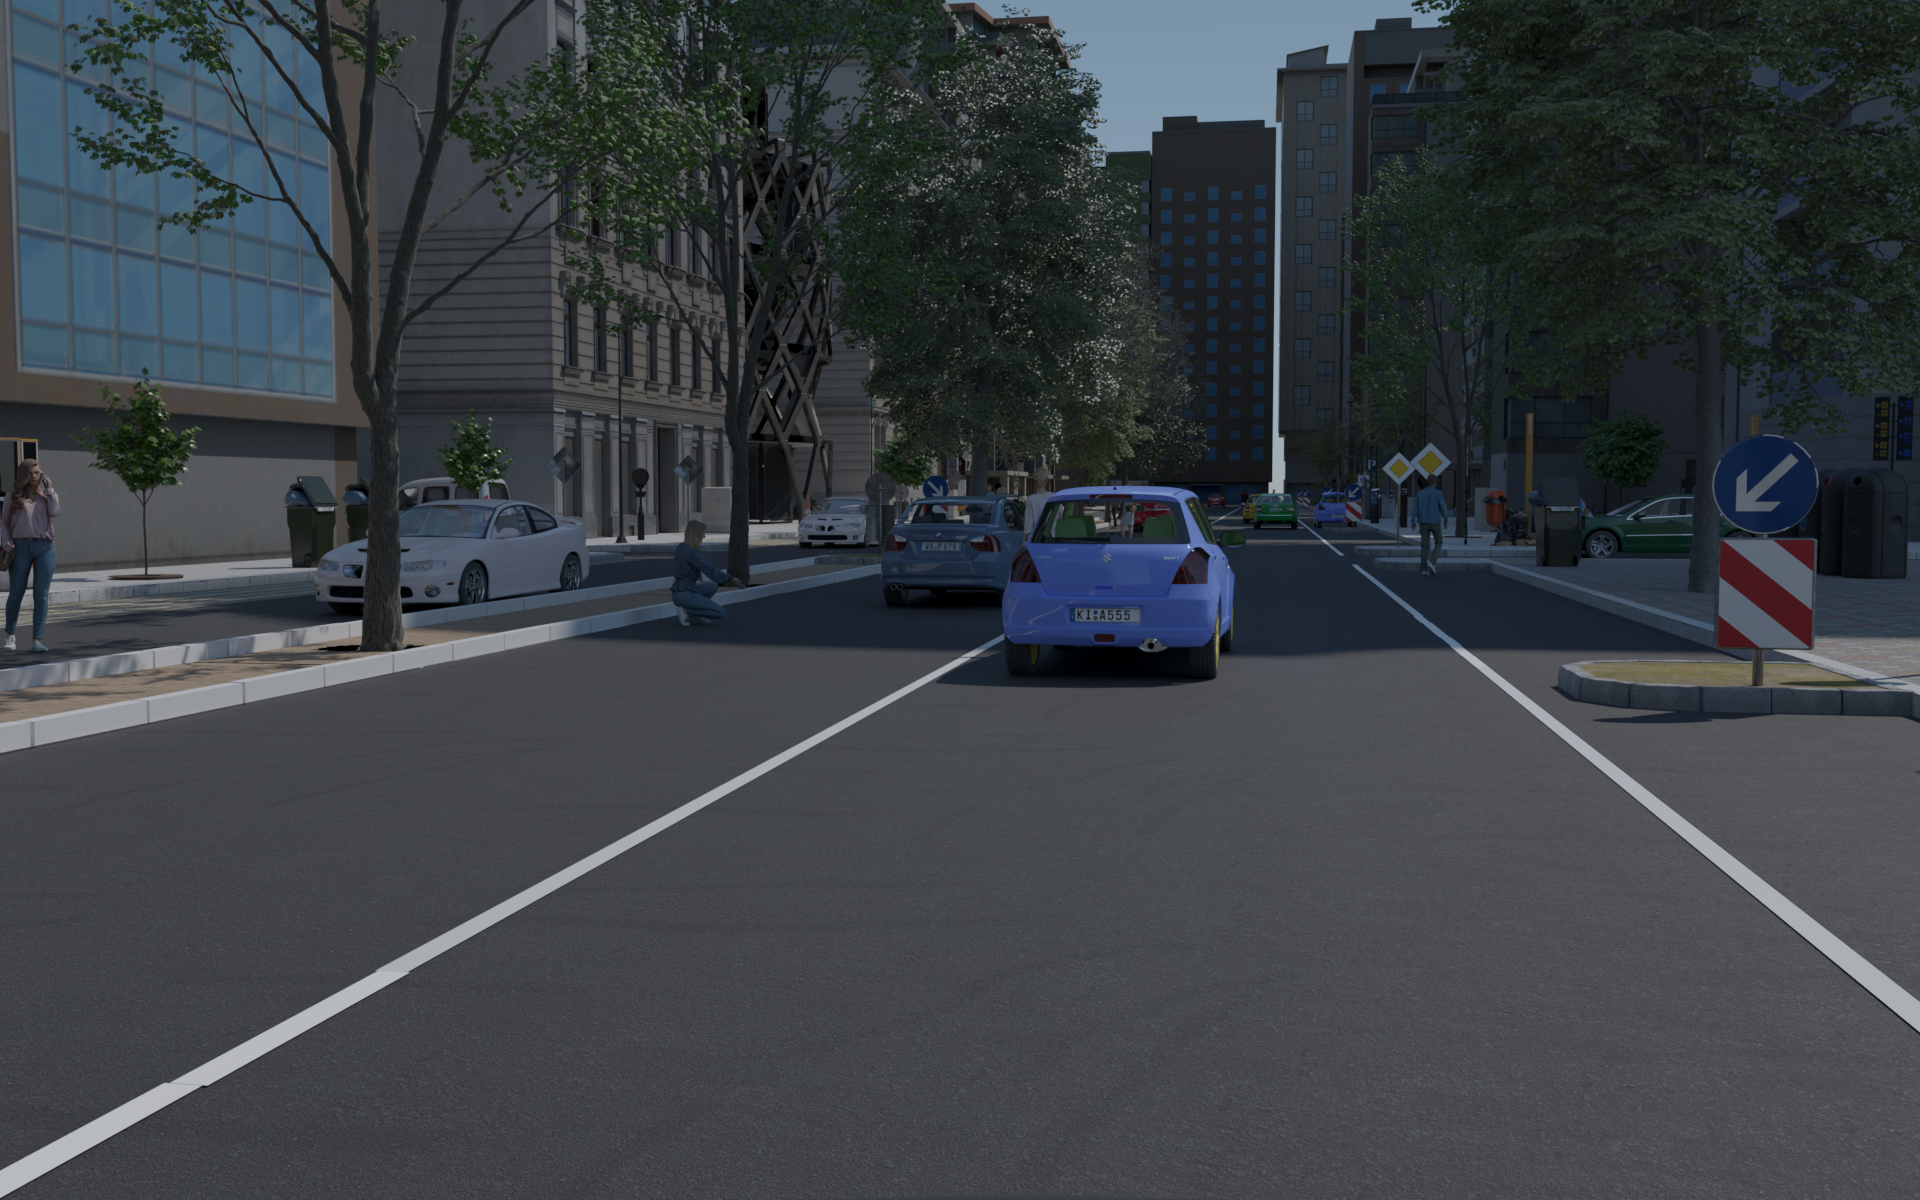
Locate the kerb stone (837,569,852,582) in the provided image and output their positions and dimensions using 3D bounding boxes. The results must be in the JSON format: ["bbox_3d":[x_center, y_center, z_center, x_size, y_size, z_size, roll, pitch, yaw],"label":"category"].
[{"bbox_3d":[-1.989,-0.384,28.478,0.120,0.150,1.000,1,4,10],"label":"kerb stone"}]

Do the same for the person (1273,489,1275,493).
[{"bbox_3d":[25.083,-7.937,138.357,1.348,1.812,0.705,-1,4,-23],"label":"person"}]

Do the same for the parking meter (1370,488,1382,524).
[{"bbox_3d":[17.995,-4.078,75.087,0.372,1.533,0.369,0,3,0],"label":"parking meter"}]

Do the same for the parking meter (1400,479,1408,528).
[{"bbox_3d":[16.914,-3.686,65.970,0.255,1.863,0.399,1,4,13],"label":"parking meter"}]

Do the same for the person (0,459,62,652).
[{"bbox_3d":[-8.566,-0.415,15.872,0.593,1.750,0.643,-2,4,-30],"label":"person"}]

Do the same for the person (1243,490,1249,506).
[{"bbox_3d":[25.226,-8.807,152.516,0.705,1.821,1.348,-2,4,-24],"label":"person"}]

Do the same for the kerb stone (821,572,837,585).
[{"bbox_3d":[-2.178,-0.316,27.462,0.120,0.150,1.000,1,4,10],"label":"kerb stone"}]

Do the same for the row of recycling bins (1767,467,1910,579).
[{"bbox_3d":[14.064,-1.266,27.807,1.069,1.692,3.534,0,4,2],"label":"row of recycling bins"}]

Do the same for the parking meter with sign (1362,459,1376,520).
[{"bbox_3d":[20.653,-5.584,87.557,0.543,3.016,1.738,0,4,4],"label":"parking meter with sign"}]

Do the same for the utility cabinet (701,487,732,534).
[{"bbox_3d":[-7.684,-2.840,55.105,1.173,1.500,0.318,2,4,32],"label":"utility cabinet"}]

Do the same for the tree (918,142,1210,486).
[{"bbox_3d":[2.790,-8.997,59.927,12.009,13.543,11.850,0,3,0],"label":"tree"}]

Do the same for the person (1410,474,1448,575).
[{"bbox_3d":[8.245,-1.320,30.418,0.601,1.785,0.444,2,4,32],"label":"person"}]

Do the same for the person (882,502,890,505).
[{"bbox_3d":[-2.456,-2.754,54.539,0.512,1.701,0.522,0,4,-8],"label":"person"}]

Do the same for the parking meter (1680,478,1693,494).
[{"bbox_3d":[26.054,-3.452,62.145,0.255,1.863,0.399,0,4,-8],"label":"parking meter"}]

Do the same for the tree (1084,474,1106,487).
[{"bbox_3d":[13.362,-11.793,176.535,4.285,4.588,4.351,0,3,0],"label":"tree"}]

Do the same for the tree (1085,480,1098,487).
[{"bbox_3d":[12.534,-10.629,168.378,1.663,3.219,1.824,0,3,0],"label":"tree"}]

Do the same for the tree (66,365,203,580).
[{"bbox_3d":[-12.191,-1.926,26.099,1.663,3.219,1.824,0,3,0],"label":"tree"}]

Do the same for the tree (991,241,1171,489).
[{"bbox_3d":[5.326,-9.578,77.178,7.486,12.596,7.792,0,3,0],"label":"tree"}]

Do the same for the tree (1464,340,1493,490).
[{"bbox_3d":[25.916,-8.147,83.562,4.737,8.622,4.395,0,3,0],"label":"tree"}]

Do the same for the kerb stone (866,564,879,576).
[{"bbox_3d":[-1.648,-0.508,30.493,0.120,0.150,1.000,1,4,10],"label":"kerb stone"}]

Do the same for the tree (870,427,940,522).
[{"bbox_3d":[-2.475,-5.962,81.187,4.285,4.588,4.351,0,3,0],"label":"tree"}]

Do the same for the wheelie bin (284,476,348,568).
[{"bbox_3d":[-11.385,-1.371,30.325,0.693,1.594,0.980,1,4,19],"label":"wheelie bin"}]

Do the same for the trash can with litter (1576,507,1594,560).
[{"bbox_3d":[11.690,-1.353,33.513,1.055,1.170,0.624,-2,4,-34],"label":"trash can with litter"}]

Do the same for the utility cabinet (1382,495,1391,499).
[{"bbox_3d":[25.473,-5.719,104.660,1.020,1.237,0.306,0,4,1],"label":"utility cabinet"}]

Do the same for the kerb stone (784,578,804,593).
[{"bbox_3d":[-2.525,-0.197,25.438,0.120,0.150,1.000,1,4,10],"label":"kerb stone"}]

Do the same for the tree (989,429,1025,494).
[{"bbox_3d":[3.501,-10.145,116.231,4.360,8.622,3.978,0,3,0],"label":"tree"}]

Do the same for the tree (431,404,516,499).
[{"bbox_3d":[-10.443,-2.622,37.470,1.663,3.219,1.824,0,3,0],"label":"tree"}]

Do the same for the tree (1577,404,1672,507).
[{"bbox_3d":[24.342,-4.880,63.503,4.285,4.588,4.351,0,3,0],"label":"tree"}]

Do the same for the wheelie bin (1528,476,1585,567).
[{"bbox_3d":[10.564,-1.399,30.778,0.980,1.594,0.693,0,4,0],"label":"wheelie bin"}]

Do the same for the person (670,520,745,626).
[{"bbox_3d":[-2.856,-0.313,19.120,0.738,1.151,1.012,-1,4,-21],"label":"person"}]

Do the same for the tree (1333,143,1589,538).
[{"bbox_3d":[14.787,-7.648,50.803,9.928,11.665,9.643,0,3,0],"label":"tree"}]

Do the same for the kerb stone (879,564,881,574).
[{"bbox_3d":[-1.459,-0.569,31.502,0.120,0.150,1.000,1,4,10],"label":"kerb stone"}]

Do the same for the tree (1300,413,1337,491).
[{"bbox_3d":[33.248,-12.615,156.624,4.737,8.622,4.395,0,3,0],"label":"tree"}]

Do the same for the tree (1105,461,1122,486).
[{"bbox_3d":[17.063,-14.799,192.333,4.360,8.622,3.978,0,3,0],"label":"tree"}]

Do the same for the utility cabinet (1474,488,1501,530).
[{"bbox_3d":[18.662,-3.215,61.240,1.173,1.500,0.318,-3,5,-41],"label":"utility cabinet"}]

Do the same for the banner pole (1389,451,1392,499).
[{"bbox_3d":[25.323,-6.845,101.928,0.401,3.779,0.863,1,4,22],"label":"banner pole"}]

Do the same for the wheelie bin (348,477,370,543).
[{"bbox_3d":[-10.992,-1.471,31.959,0.693,1.594,0.980,-1,4,-10],"label":"wheelie bin"}]

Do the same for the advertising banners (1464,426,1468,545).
[{"bbox_3d":[12.881,-2.927,44.039,0.090,3.025,2.074,1,4,16],"label":"advertising banners"}]

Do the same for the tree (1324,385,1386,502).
[{"bbox_3d":[25.492,-9.847,111.365,4.360,8.622,3.978,0,3,0],"label":"tree"}]

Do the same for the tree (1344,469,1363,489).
[{"bbox_3d":[27.049,-7.614,119.093,1.663,3.219,1.824,0,3,0],"label":"tree"}]

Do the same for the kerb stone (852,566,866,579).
[{"bbox_3d":[-1.816,-0.446,29.485,0.120,0.150,1.000,1,4,10],"label":"kerb stone"}]

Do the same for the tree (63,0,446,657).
[{"bbox_3d":[-5.185,-5.327,15.305,9.928,11.665,9.643,0,3,0],"label":"tree"}]

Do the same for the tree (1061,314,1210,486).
[{"bbox_3d":[9.567,-11.067,100.409,9.611,12.733,9.660,0,3,0],"label":"tree"}]

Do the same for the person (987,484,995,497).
[{"bbox_3d":[1.213,-3.700,68.861,0.748,1.841,0.638,-2,4,-33],"label":"person"}]

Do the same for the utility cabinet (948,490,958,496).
[{"bbox_3d":[-0.376,-4.990,90.263,0.318,1.500,1.173,1,4,10],"label":"utility cabinet"}]

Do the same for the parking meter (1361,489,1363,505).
[{"bbox_3d":[21.762,-5.181,93.115,0.372,1.533,0.369,0,3,0],"label":"parking meter"}]

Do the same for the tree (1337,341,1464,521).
[{"bbox_3d":[20.927,-8.067,82.255,4.737,8.622,4.395,0,3,0],"label":"tree"}]

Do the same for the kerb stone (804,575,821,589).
[{"bbox_3d":[-2.351,-0.260,26.448,0.120,0.150,1.000,1,4,10],"label":"kerb stone"}]

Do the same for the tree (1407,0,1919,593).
[{"bbox_3d":[9.383,-6.384,22.511,7.486,12.596,7.792,0,3,0],"label":"tree"}]

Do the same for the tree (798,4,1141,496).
[{"bbox_3d":[0.469,-8.400,46.446,9.857,13.997,8.962,0,3,0],"label":"tree"}]

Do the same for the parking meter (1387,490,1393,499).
[{"bbox_3d":[27.486,-6.253,110.644,0.372,1.533,0.369,0,3,0],"label":"parking meter"}]

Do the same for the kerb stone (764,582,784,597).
[{"bbox_3d":[-2.717,-0.132,24.420,0.120,0.150,1.000,1,4,10],"label":"kerb stone"}]

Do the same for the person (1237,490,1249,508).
[{"bbox_3d":[29.637,-10.585,181.502,1.348,1.831,0.705,0,4,-5],"label":"person"}]

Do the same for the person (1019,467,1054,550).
[{"bbox_3d":[1.114,-0.655,19.884,0.731,1.740,0.598,-3,5,-42],"label":"person"}]
